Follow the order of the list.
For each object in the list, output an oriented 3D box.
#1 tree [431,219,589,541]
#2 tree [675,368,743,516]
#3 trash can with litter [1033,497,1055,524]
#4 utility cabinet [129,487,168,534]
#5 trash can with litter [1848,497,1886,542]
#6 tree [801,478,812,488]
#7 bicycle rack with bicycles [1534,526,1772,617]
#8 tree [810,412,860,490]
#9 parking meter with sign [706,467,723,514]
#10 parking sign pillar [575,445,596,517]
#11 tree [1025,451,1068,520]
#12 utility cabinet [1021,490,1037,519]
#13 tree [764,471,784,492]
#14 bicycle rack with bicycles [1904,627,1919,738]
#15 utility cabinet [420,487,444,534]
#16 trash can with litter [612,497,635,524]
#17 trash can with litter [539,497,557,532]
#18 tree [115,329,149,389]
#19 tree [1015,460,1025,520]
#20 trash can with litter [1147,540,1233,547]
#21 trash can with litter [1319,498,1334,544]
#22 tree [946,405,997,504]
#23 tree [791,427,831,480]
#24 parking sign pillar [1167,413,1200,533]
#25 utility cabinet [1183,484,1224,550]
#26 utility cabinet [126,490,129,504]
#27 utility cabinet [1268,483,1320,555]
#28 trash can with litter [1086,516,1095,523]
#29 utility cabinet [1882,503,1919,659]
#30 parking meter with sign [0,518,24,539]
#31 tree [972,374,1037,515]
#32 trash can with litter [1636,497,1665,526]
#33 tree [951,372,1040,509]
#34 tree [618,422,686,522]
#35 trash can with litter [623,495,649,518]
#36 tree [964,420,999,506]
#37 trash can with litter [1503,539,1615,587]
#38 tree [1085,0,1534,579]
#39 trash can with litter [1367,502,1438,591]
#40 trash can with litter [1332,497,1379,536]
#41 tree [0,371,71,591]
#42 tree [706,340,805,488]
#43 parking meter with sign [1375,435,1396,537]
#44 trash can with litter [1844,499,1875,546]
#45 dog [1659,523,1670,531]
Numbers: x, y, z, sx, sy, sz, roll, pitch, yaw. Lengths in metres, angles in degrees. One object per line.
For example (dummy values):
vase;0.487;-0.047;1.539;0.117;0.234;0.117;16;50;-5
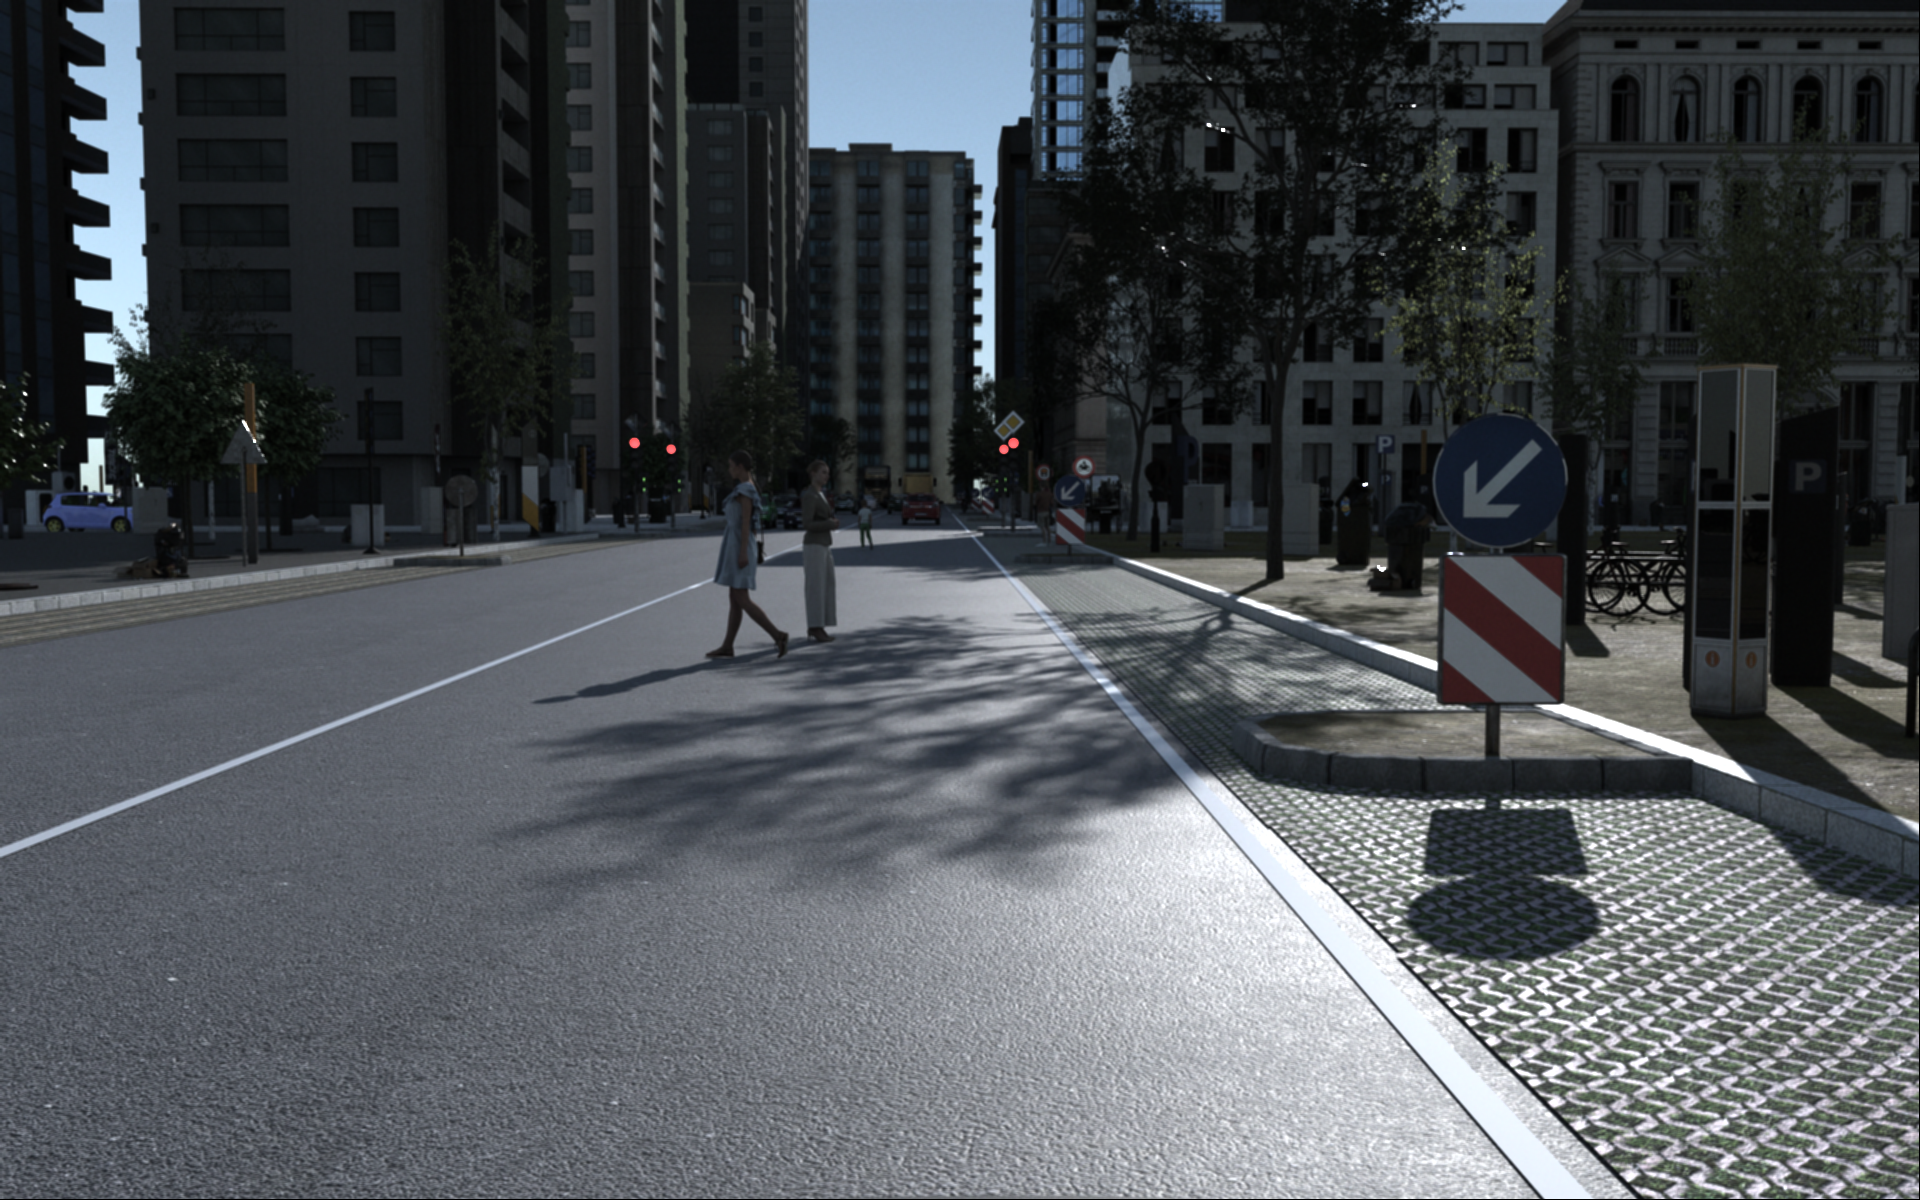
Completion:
tree;-12.595;-5.944;47.542;4.737;8.622;4.395;0;3;0
tree;-14.435;-9.190;100.613;4.360;8.622;3.978;0;3;0
trash can with litter;3.715;-3.909;75.303;1.055;1.170;0.624;1;4;23
utility cabinet;-25.762;-2.841;55.121;0.318;1.500;1.173;1;4;19
trash can with litter;24.609;-2.229;47.507;1.678;1.210;2.233;-2;4;-30
tree;-15.271;-11.016;174.712;1.663;3.219;1.824;0;3;0
bicycle rack with bicycles;7.450;-0.332;18.815;2.925;0.926;2.852;2;4;27
tree;-16.155;-17.905;218.497;9.928;11.665;9.643;0;3;0
parking meter with sign;-15.613;-7.054;111.590;0.543;3.016;1.738;2;4;26
parking sign pillar;-20.809;-6.544;95.471;1.447;3.967;1.447;1;4;9
tree;3.968;-5.055;77.256;1.663;3.219;1.824;0;3;0
utility cabinet;3.619;-4.736;86.117;1.173;1.500;0.318;2;4;33
tree;-15.050;-8.892;139.979;1.663;3.219;1.824;0;3;0
bicycle rack with bicycles;6.200;0.313;8.273;2.925;0.926;2.852;-1;4;-9
utility cabinet;-16.731;-2.830;54.950;0.318;1.500;1.173;0;4;6
trash can with litter;-14.357;-3.836;74.112;1.055;1.170;0.624;0;4;-4
trash can with litter;-13.972;-2.870;58.312;0.624;1.170;1.055;-2;4;-30
tree;-35.911;-7.817;78.166;4.737;8.622;4.395;0;3;0
tree;3.500;-5.491;84.383;1.663;3.219;1.824;0;3;0
trash can with litter;5.697;-1.932;42.644;2.233;1.210;1.678;0;4;1
trash can with litter;9.202;-2.022;44.444;0.624;1.170;1.055;0;4;-6
tree;1.920;-18.373;218.517;7.486;12.596;7.792;0;3;0
tree;-16.267;-14.556;188.348;4.360;8.622;3.978;0;3;0
parking sign pillar;7.525;-4.242;57.822;1.447;3.967;1.447;2;4;34
utility cabinet;5.517;-1.874;39.326;0.318;1.500;1.173;-2;4;-28
utility cabinet;-39.541;-4.511;82.433;0.318;1.500;1.173;-2;4;-25
utility cabinet;6.966;-1.679;36.135;0.318;1.500;1.173;-2;4;-35
trash can with litter;5.585;-4.051;77.620;1.055;1.170;0.624;2;4;35
utility cabinet;7.607;-0.169;13.933;0.306;1.237;1.020;2;4;30
parking meter with sign;-27.751;-3.252;49.435;1.738;3.016;0.543;-1;4;-18
tree;3.050;-9.576;106.922;4.737;8.622;4.395;0;3;0
trash can with litter;27.342;-3.497;68.567;1.055;1.170;0.624;2;4;30
tree;3.127;-13.522;146.837;9.928;11.665;9.643;0;3;0
tree;-13.976;-5.828;79.004;4.285;4.588;4.351;0;3;0
trash can with litter;-17.186;-4.926;91.595;2.233;1.210;1.678;0;4;3
tree;2.247;-14.135;181.469;4.360;8.622;3.978;0;3;0
trash can with litter;8.067;-0.785;23.898;2.233;1.210;1.678;0;4;4
tree;4.513;-5.586;25.743;7.601;10.594;8.767;-3;5;-44
trash can with litter;5.927;-0.726;23.264;0.624;1.170;1.055;3;4;39
trash can with litter;12.777;-2.639;54.203;2.233;1.210;1.678;1;4;10
tree;-12.911;-1.759;23.361;1.663;3.219;1.824;0;3;0
tree;-14.997;-12.809;127.547;7.486;12.596;7.792;0;3;0
parking meter with sign;12.851;-3.409;52.002;0.543;3.016;1.738;1;4;21
trash can with litter;21.968;-1.916;42.716;0.624;1.170;1.055;-2;4;-32
dog;25.006;-2.533;61.601;0.550;0.427;0.748;1;4;14
